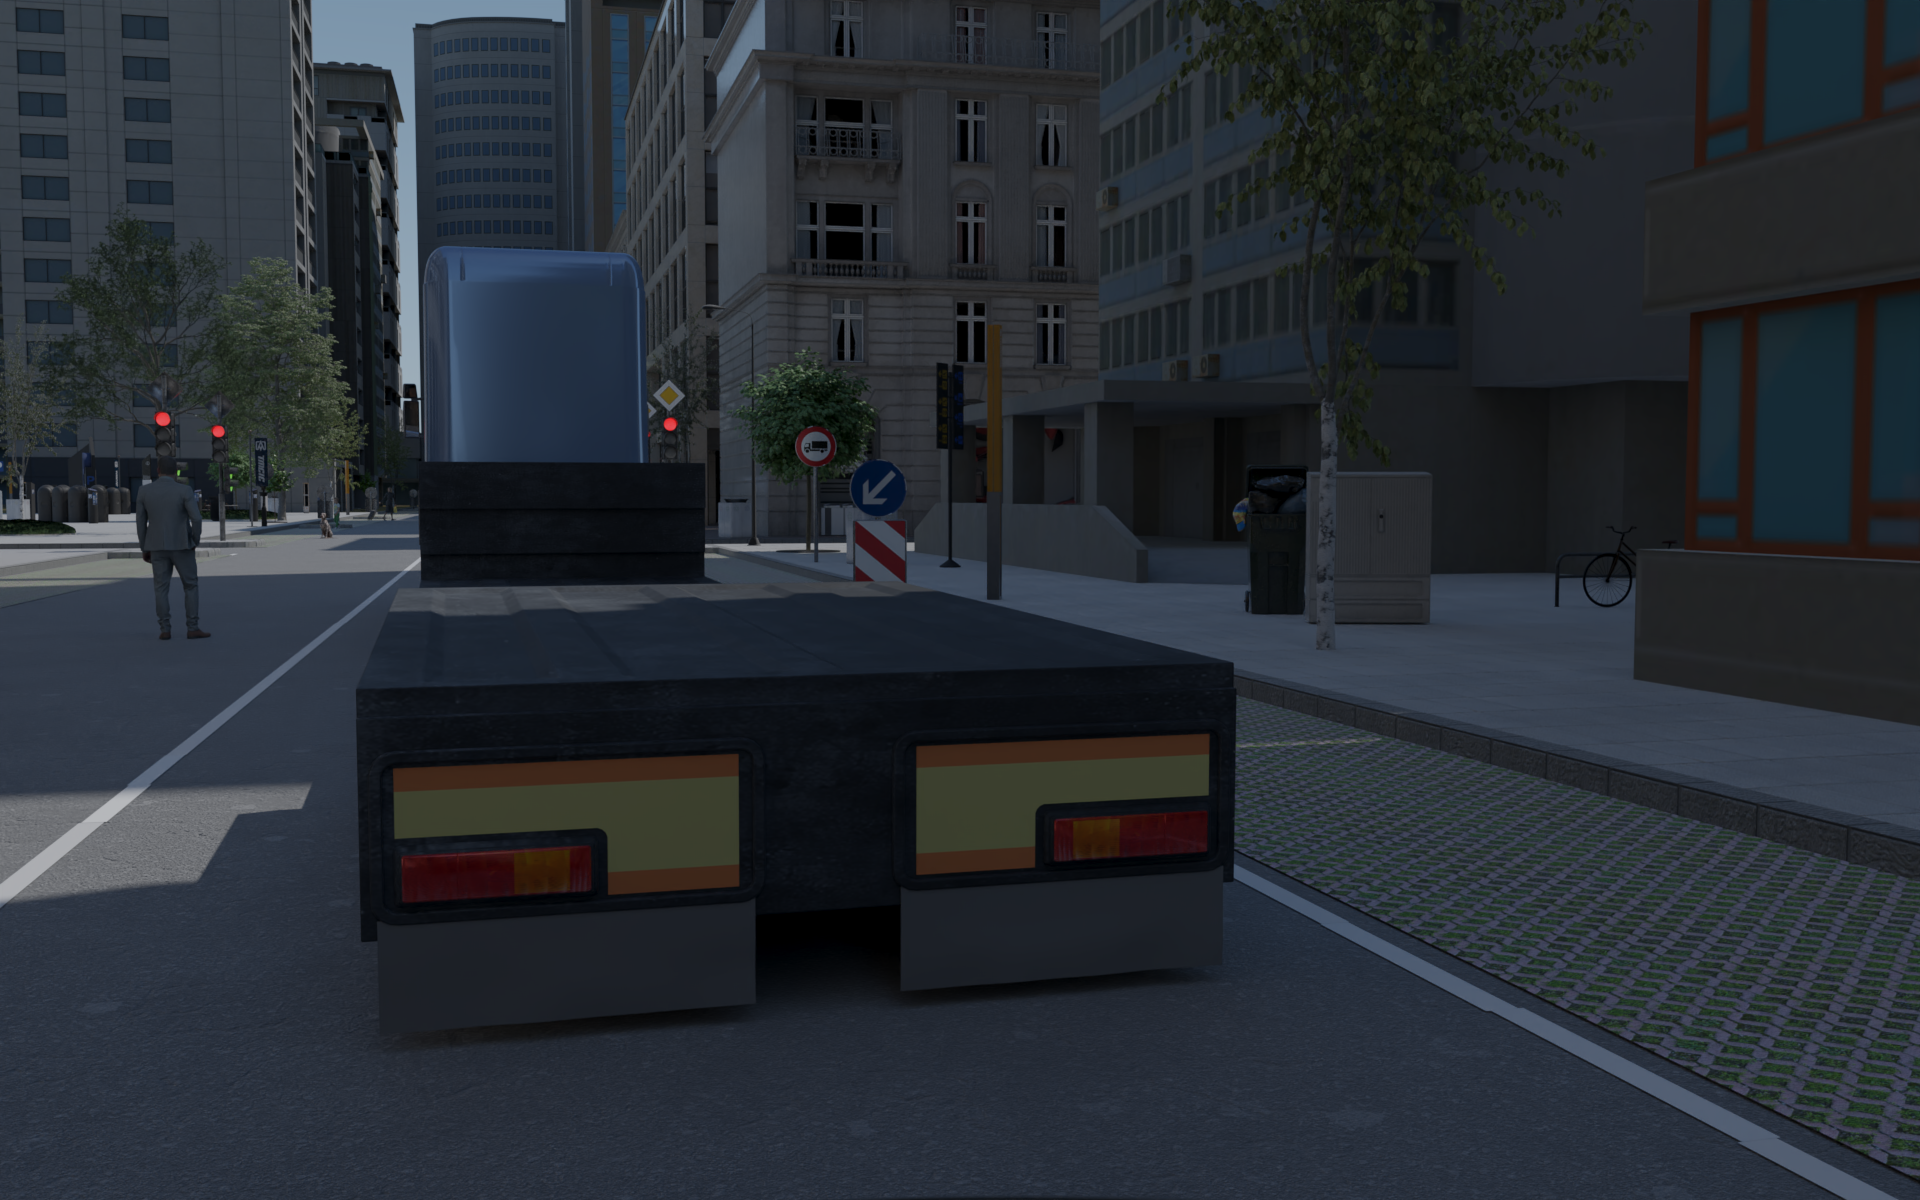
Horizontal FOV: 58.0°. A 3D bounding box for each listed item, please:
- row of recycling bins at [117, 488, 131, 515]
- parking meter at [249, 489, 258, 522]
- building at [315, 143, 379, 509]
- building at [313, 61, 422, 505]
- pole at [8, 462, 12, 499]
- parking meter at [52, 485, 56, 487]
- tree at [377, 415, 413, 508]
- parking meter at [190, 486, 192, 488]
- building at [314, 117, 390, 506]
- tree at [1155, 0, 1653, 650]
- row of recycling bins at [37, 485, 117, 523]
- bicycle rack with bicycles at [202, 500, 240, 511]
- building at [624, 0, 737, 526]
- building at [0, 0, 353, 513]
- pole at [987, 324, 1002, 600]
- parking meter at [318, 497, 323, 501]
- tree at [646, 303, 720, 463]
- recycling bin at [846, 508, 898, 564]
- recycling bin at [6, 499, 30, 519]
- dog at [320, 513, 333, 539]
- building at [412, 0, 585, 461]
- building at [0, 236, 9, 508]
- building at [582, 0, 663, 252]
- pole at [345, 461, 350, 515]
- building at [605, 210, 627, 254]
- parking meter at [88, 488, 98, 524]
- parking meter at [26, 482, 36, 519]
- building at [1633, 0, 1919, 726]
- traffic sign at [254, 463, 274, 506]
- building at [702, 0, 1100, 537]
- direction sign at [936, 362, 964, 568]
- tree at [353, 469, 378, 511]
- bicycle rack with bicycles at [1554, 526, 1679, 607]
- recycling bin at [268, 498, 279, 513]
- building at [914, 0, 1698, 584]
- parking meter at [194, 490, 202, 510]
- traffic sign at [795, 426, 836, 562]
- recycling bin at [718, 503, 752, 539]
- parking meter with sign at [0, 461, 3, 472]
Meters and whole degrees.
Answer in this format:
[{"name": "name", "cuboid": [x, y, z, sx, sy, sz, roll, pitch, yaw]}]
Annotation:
[{"name": "row of recycling bins", "cuboid": [-52.972, -6.138, 107.469, 1.069, 1.692, 3.534, 1, 4, 19]}, {"name": "parking meter", "cuboid": [-32.649, -4.381, 80.038, 0.372, 1.533, 0.369, 0, 3, 0]}, {"name": "building", "cuboid": [-56.623, -22.796, 144.417, 14.160, 30.474, 14.107, -1, 4, -15]}, {"name": "building", "cuboid": [-80.037, -38.016, 210.792, 27.495, 52.752, 28.713, -1, 4, -15]}, {"name": "pole", "cuboid": [-60.706, -7.150, 110.746, 0.158, 3.312, 0.155, 0, 3, 0]}, {"name": "parking meter", "cuboid": [-57.516, -6.378, 109.997, 0.255, 1.863, 0.399, -2, 4, -31]}, {"name": "tree", "cuboid": [-52.024, -12.733, 158.551, 4.737, 8.622, 4.395, 0, 3, 0]}, {"name": "parking meter", "cuboid": [-50.138, -6.540, 112.642, 0.399, 1.863, 0.255, -2, 4, -27]}, {"name": "building", "cuboid": [-70.062, -29.399, 172.562, 23.993, 40.220, 32.217, -1, 4, -15]}, {"name": "tree", "cuboid": [3.257, -3.895, 14.045, 4.737, 8.622, 4.395, 0, 3, 0]}, {"name": "row of recycling bins", "cuboid": [-39.926, -4.330, 77.910, 3.534, 1.692, 1.069, 1, 4, 14]}, {"name": "bicycle rack with bicycles", "cuboid": [-44.253, -5.461, 102.667, 2.852, 0.926, 2.925, 3, 4, 38]}, {"name": "building", "cuboid": [-5.982, -17.348, 88.158, 19.350, 26.468, 34.151, -1, 4, -15]}, {"name": "building", "cuboid": [-55.723, -42.007, 125.061, 20.563, 71.187, 20.611, -1, 4, -15]}, {"name": "pole", "cuboid": [0.419, -1.659, 20.968, 0.158, 3.312, 0.155, 0, 3, 0]}, {"name": "parking meter", "cuboid": [-42.695, -6.555, 115.591, 0.372, 1.533, 0.369, 0, 3, 0]}, {"name": "tree", "cuboid": [-10.736, -7.069, 65.940, 4.360, 8.622, 3.978, 0, 3, 0]}, {"name": "recycling bin", "cuboid": [-1.615, -1.175, 31.772, 0.722, 1.027, 0.722, -2, 4, -33]}, {"name": "recycling bin", "cuboid": [-44.214, -4.205, 81.310, 0.722, 1.027, 0.722, 1, 4, 9]}, {"name": "dog", "cuboid": [-20.392, -2.397, 56.026, 0.513, 0.831, 0.800, 3, 5, 42]}, {"name": "building", "cuboid": [-51.994, -41.071, 213.515, 28.212, 58.520, 21.231, -1, 4, -15]}, {"name": "building", "cuboid": [-96.820, -31.536, 170.233, 28.867, 44.769, 22.147, -1, 4, -15]}, {"name": "building", "cuboid": [-23.657, -30.169, 143.374, 14.600, 45.320, 14.200, -1, 4, -15]}, {"name": "pole", "cuboid": [-37.275, -6.821, 105.366, 0.158, 3.312, 0.155, 0, 3, 0]}, {"name": "building", "cuboid": [-17.078, -17.035, 114.675, 11.583, 22.565, 21.152, -1, 4, -15]}, {"name": "parking meter", "cuboid": [-37.622, -4.082, 75.153, 0.372, 1.533, 0.369, 0, 3, 0]}, {"name": "parking meter", "cuboid": [-45.755, -4.867, 85.290, 0.255, 1.863, 0.399, 0, 4, -2]}, {"name": "building", "cuboid": [21.723, -9.534, 0.920, 27.650, 21.520, 28.899, -1, 4, -15]}, {"name": "traffic sign", "cuboid": [-27.636, -4.200, 68.780, 0.768, 2.556, 0.104, 0, 4, -7]}, {"name": "building", "cuboid": [3.888, -13.349, 60.063, 24.055, 21.916, 13.314, -1, 4, -15]}, {"name": "direction sign", "cuboid": [-0.171, -2.338, 30.228, 0.379, 3.537, 0.876, 2, 4, 31]}, {"name": "tree", "cuboid": [-45.006, -8.387, 131.730, 1.663, 3.219, 1.824, 0, 3, 0]}, {"name": "bicycle rack with bicycles", "cuboid": [8.096, -0.346, 19.041, 2.925, 0.926, 2.852, -1, 4, -18]}, {"name": "recycling bin", "cuboid": [-42.030, -5.736, 106.340, 0.722, 1.027, 0.722, -3, 5, -41]}, {"name": "building", "cuboid": [16.337, -20.955, 34.492, 32.217, 40.220, 23.993, -1, 4, -15]}, {"name": "parking meter", "cuboid": [-44.392, -5.657, 100.907, 0.372, 1.533, 0.369, 0, 3, 0]}, {"name": "traffic sign", "cuboid": [-2.698, -1.978, 32.445, 0.768, 2.556, 0.104, -1, 4, -10]}, {"name": "recycling bin", "cuboid": [-6.542, -2.313, 50.366, 0.722, 1.027, 0.722, -3, 5, -40]}, {"name": "parking meter with sign", "cuboid": [-51.594, -5.884, 92.457, 0.543, 3.016, 1.738, -3, 5, -44]}]
